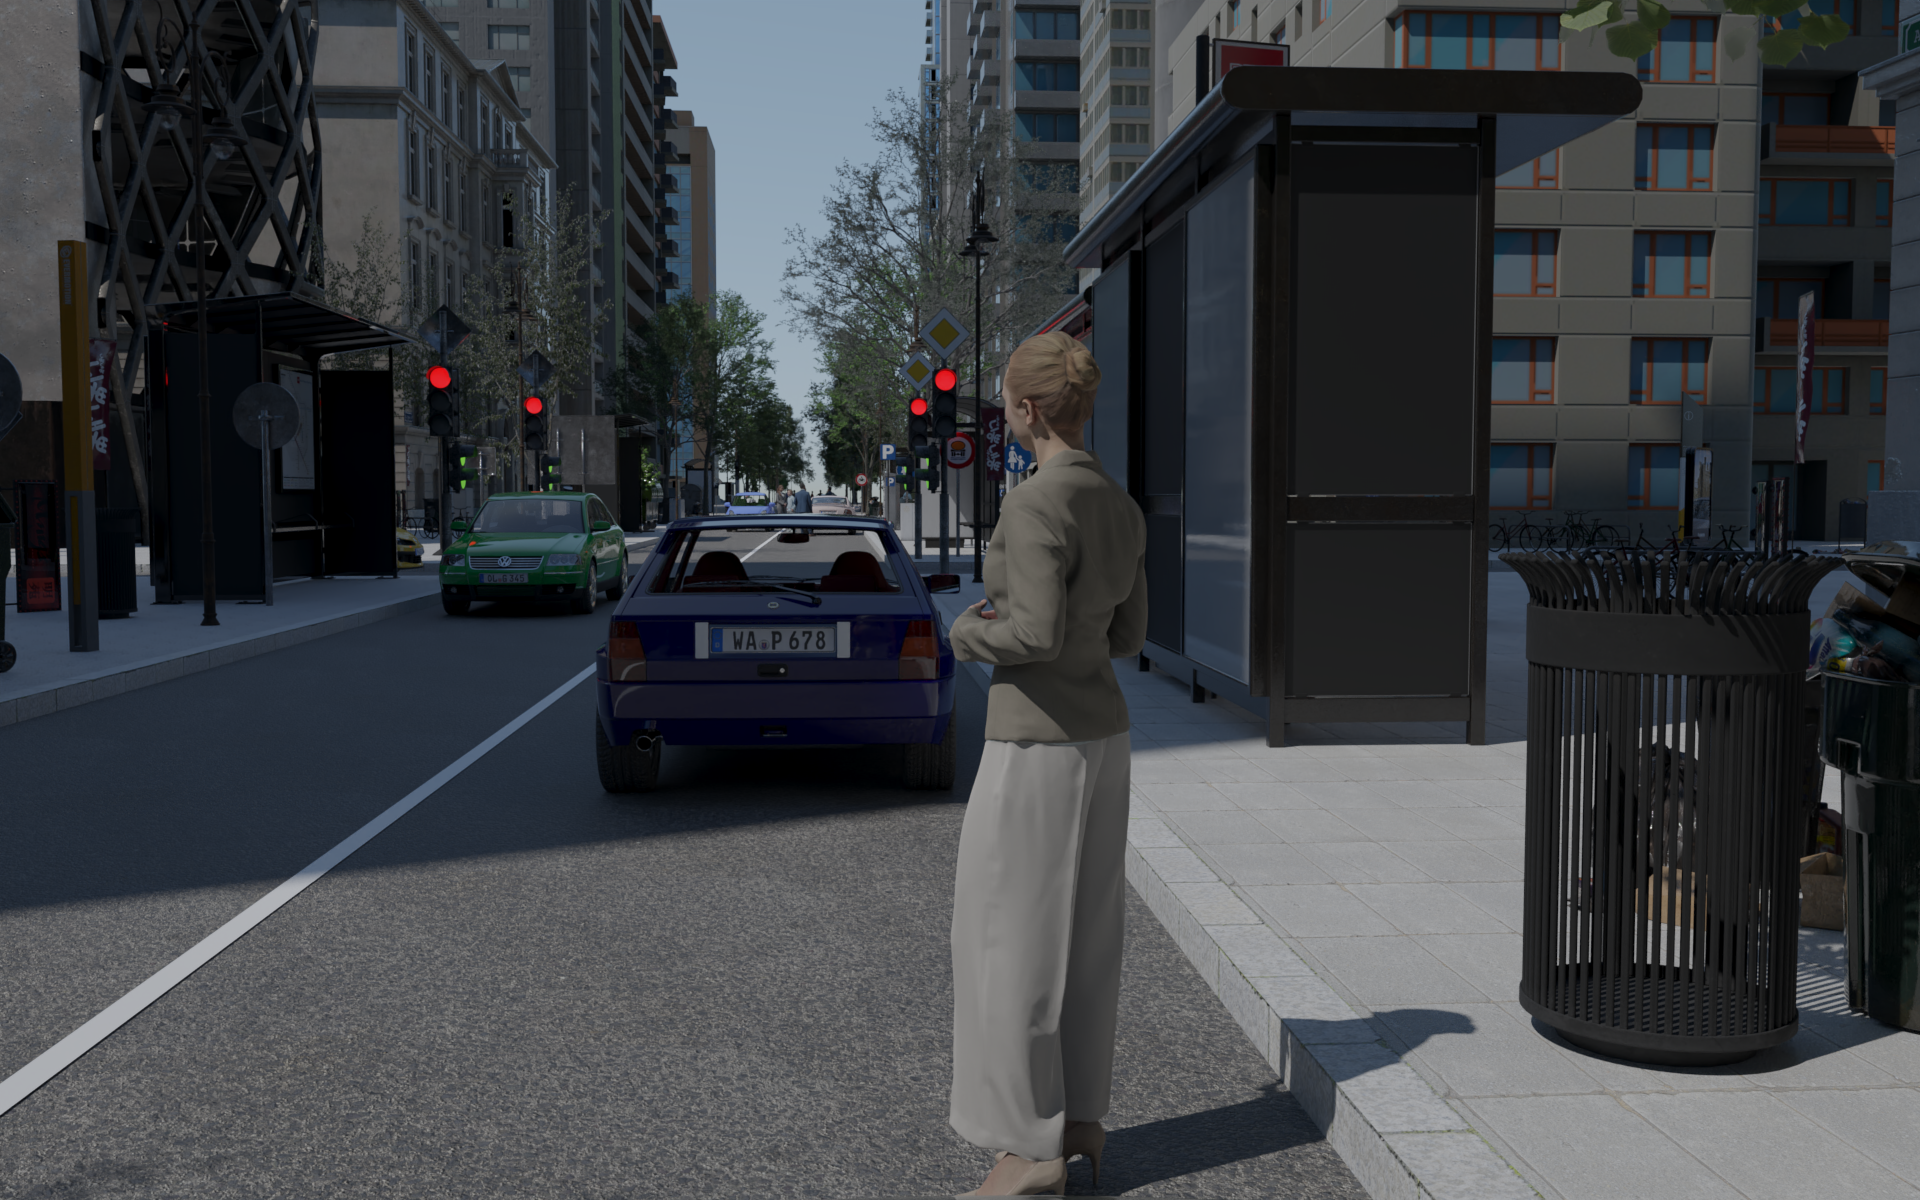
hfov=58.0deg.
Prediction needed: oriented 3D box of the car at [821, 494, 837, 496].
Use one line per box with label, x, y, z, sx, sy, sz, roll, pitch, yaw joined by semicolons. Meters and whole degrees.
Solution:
car;-10.311;-7.612;136.258;2.131;1.459;4.920;0;4;-3

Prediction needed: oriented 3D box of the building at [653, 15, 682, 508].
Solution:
building;-37.095;-30.695;156.483;22.147;44.769;28.867;0;4;-4

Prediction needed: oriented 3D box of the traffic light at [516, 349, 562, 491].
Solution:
traffic light;-8.183;-2.732;33.596;0.839;4.253;0.868;0;4;-4

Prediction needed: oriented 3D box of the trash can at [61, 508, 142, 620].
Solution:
trash can;-8.842;-0.381;17.881;0.748;1.137;0.748;0;3;0

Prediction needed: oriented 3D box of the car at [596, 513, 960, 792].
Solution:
car;-0.943;0.176;9.698;1.945;1.354;3.894;0;4;-3

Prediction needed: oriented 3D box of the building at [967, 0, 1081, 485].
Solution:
building;12.222;-31.464;134.048;23.786;49.044;30.456;0;4;-4

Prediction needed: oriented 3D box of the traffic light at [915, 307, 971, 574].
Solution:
traffic light;-0.257;-2.279;26.187;0.839;4.253;0.868;0;4;-4

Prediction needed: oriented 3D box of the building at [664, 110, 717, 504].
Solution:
building;-36.364;-34.003;206.051;14.600;45.320;14.200;0;4;-4

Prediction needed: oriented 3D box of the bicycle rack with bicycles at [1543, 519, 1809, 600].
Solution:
bicycle rack with bicycles;8.836;-0.469;21.053;2.925;0.926;2.852;1;4;12

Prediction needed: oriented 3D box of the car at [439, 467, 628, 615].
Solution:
car;-5.338;-0.810;22.035;1.959;1.807;4.718;0;4;-3

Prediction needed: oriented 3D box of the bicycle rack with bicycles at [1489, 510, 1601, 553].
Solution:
bicycle rack with bicycles;13.249;-1.483;37.628;2.852;0.926;2.925;-2;4;-25

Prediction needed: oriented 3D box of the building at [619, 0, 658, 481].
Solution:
building;-34.970;-31.044;131.269;21.300;48.544;21.600;0;4;-4

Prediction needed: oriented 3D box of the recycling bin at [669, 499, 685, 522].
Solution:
recycling bin;-14.534;-4.675;88.995;0.722;1.027;0.722;-1;4;-9

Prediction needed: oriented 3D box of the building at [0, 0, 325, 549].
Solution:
building;-26.919;-11.036;47.897;16.820;18.784;16.811;0;4;-4

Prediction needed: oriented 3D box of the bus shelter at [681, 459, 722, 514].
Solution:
bus shelter;-15.132;-6.589;101.650;2.014;3.302;5.546;0;4;-4

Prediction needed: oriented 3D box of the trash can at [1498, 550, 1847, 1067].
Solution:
trash can;1.642;0.464;4.063;0.748;1.137;0.748;0;3;0

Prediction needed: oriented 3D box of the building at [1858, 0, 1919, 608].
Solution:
building;16.766;-13.443;7.183;14.401;28.519;23.554;0;4;-4

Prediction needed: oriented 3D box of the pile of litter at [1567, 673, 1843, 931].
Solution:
pile of litter;2.757;0.517;5.517;1.719;0.858;1.176;0;4;2

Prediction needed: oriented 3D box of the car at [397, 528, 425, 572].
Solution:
car;-11.124;-1.162;29.224;3.980;1.641;2.015;0;4;-3

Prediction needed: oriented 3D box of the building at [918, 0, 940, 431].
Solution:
building;2.818;-57.474;252.371;22.319;86.520;31.000;0;4;-4

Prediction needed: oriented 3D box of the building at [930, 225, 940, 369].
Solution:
building;8.897;-32.650;225.704;32.217;40.220;23.993;0;4;-4

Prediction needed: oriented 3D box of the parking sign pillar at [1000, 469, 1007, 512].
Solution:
parking sign pillar;2.294;-6.146;88.958;1.447;3.967;1.447;3;5;41

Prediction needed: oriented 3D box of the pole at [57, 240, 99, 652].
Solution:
pole;-7.151;-1.236;14.045;0.158;3.312;0.155;0;3;0

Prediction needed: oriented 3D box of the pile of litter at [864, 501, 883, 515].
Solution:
pile of litter;-5.067;-5.596;105.464;1.719;0.858;1.176;-1;4;-17

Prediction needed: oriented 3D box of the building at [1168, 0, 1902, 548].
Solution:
building;23.508;-12.835;54.892;28.899;21.520;27.650;0;4;-4

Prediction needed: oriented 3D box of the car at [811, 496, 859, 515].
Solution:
car;-4.640;-3.030;61.897;2.083;1.381;4.827;0;4;-3

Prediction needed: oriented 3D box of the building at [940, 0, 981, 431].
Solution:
building;8.584;-37.973;162.851;21.231;58.520;28.212;0;4;-4

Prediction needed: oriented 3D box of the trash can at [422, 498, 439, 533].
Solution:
trash can;-17.547;-2.820;57.754;0.748;1.137;0.748;0;3;0

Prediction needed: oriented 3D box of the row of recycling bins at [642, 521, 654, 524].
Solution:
row of recycling bins;-13.935;-4.211;75.960;1.069;1.692;3.534;0;4;-3

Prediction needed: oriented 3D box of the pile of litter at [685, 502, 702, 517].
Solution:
pile of litter;-14.371;-4.928;94.534;1.719;0.858;1.176;1;4;15

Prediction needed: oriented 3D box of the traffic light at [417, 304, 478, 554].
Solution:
traffic light;-7.597;-2.245;25.633;0.839;4.253;0.868;0;4;-4

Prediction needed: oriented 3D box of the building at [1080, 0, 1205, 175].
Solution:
building;19.842;-24.876;98.609;32.217;40.220;23.993;0;4;-4

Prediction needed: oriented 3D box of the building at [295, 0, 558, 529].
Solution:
building;-26.730;-15.929;79.531;14.460;24.649;34.723;0;4;-4

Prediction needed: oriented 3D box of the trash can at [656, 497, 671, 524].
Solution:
trash can;-12.640;-3.785;73.546;0.748;1.137;0.748;0;3;0

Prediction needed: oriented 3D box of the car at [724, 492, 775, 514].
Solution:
car;-8.045;-3.485;66.577;1.945;1.707;3.694;0;4;-3

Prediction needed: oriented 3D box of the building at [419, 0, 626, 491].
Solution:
building;-30.086;-26.324;113.993;14.154;41.232;14.086;0;4;-4

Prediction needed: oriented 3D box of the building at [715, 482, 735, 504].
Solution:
building;-49.015;-34.083;249.138;32.217;40.220;23.993;0;4;-4

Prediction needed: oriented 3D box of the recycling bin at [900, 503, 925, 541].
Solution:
recycling bin;-1.204;-2.148;47.674;0.722;1.027;0.722;1;4;14

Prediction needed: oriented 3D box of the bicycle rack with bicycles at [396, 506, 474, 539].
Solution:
bicycle rack with bicycles;-14.901;-2.242;50.045;2.852;0.926;2.925;-3;5;-43

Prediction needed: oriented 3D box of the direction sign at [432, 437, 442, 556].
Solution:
direction sign;-10.842;-2.699;36.125;0.379;3.537;0.876;-1;4;-14

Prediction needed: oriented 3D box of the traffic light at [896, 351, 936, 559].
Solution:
traffic light;-0.843;-2.766;34.150;0.839;4.253;0.868;0;4;-4

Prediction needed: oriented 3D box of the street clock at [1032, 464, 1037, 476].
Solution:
street clock;1.964;-2.291;42.027;0.358;2.002;0.471;-2;4;-32
